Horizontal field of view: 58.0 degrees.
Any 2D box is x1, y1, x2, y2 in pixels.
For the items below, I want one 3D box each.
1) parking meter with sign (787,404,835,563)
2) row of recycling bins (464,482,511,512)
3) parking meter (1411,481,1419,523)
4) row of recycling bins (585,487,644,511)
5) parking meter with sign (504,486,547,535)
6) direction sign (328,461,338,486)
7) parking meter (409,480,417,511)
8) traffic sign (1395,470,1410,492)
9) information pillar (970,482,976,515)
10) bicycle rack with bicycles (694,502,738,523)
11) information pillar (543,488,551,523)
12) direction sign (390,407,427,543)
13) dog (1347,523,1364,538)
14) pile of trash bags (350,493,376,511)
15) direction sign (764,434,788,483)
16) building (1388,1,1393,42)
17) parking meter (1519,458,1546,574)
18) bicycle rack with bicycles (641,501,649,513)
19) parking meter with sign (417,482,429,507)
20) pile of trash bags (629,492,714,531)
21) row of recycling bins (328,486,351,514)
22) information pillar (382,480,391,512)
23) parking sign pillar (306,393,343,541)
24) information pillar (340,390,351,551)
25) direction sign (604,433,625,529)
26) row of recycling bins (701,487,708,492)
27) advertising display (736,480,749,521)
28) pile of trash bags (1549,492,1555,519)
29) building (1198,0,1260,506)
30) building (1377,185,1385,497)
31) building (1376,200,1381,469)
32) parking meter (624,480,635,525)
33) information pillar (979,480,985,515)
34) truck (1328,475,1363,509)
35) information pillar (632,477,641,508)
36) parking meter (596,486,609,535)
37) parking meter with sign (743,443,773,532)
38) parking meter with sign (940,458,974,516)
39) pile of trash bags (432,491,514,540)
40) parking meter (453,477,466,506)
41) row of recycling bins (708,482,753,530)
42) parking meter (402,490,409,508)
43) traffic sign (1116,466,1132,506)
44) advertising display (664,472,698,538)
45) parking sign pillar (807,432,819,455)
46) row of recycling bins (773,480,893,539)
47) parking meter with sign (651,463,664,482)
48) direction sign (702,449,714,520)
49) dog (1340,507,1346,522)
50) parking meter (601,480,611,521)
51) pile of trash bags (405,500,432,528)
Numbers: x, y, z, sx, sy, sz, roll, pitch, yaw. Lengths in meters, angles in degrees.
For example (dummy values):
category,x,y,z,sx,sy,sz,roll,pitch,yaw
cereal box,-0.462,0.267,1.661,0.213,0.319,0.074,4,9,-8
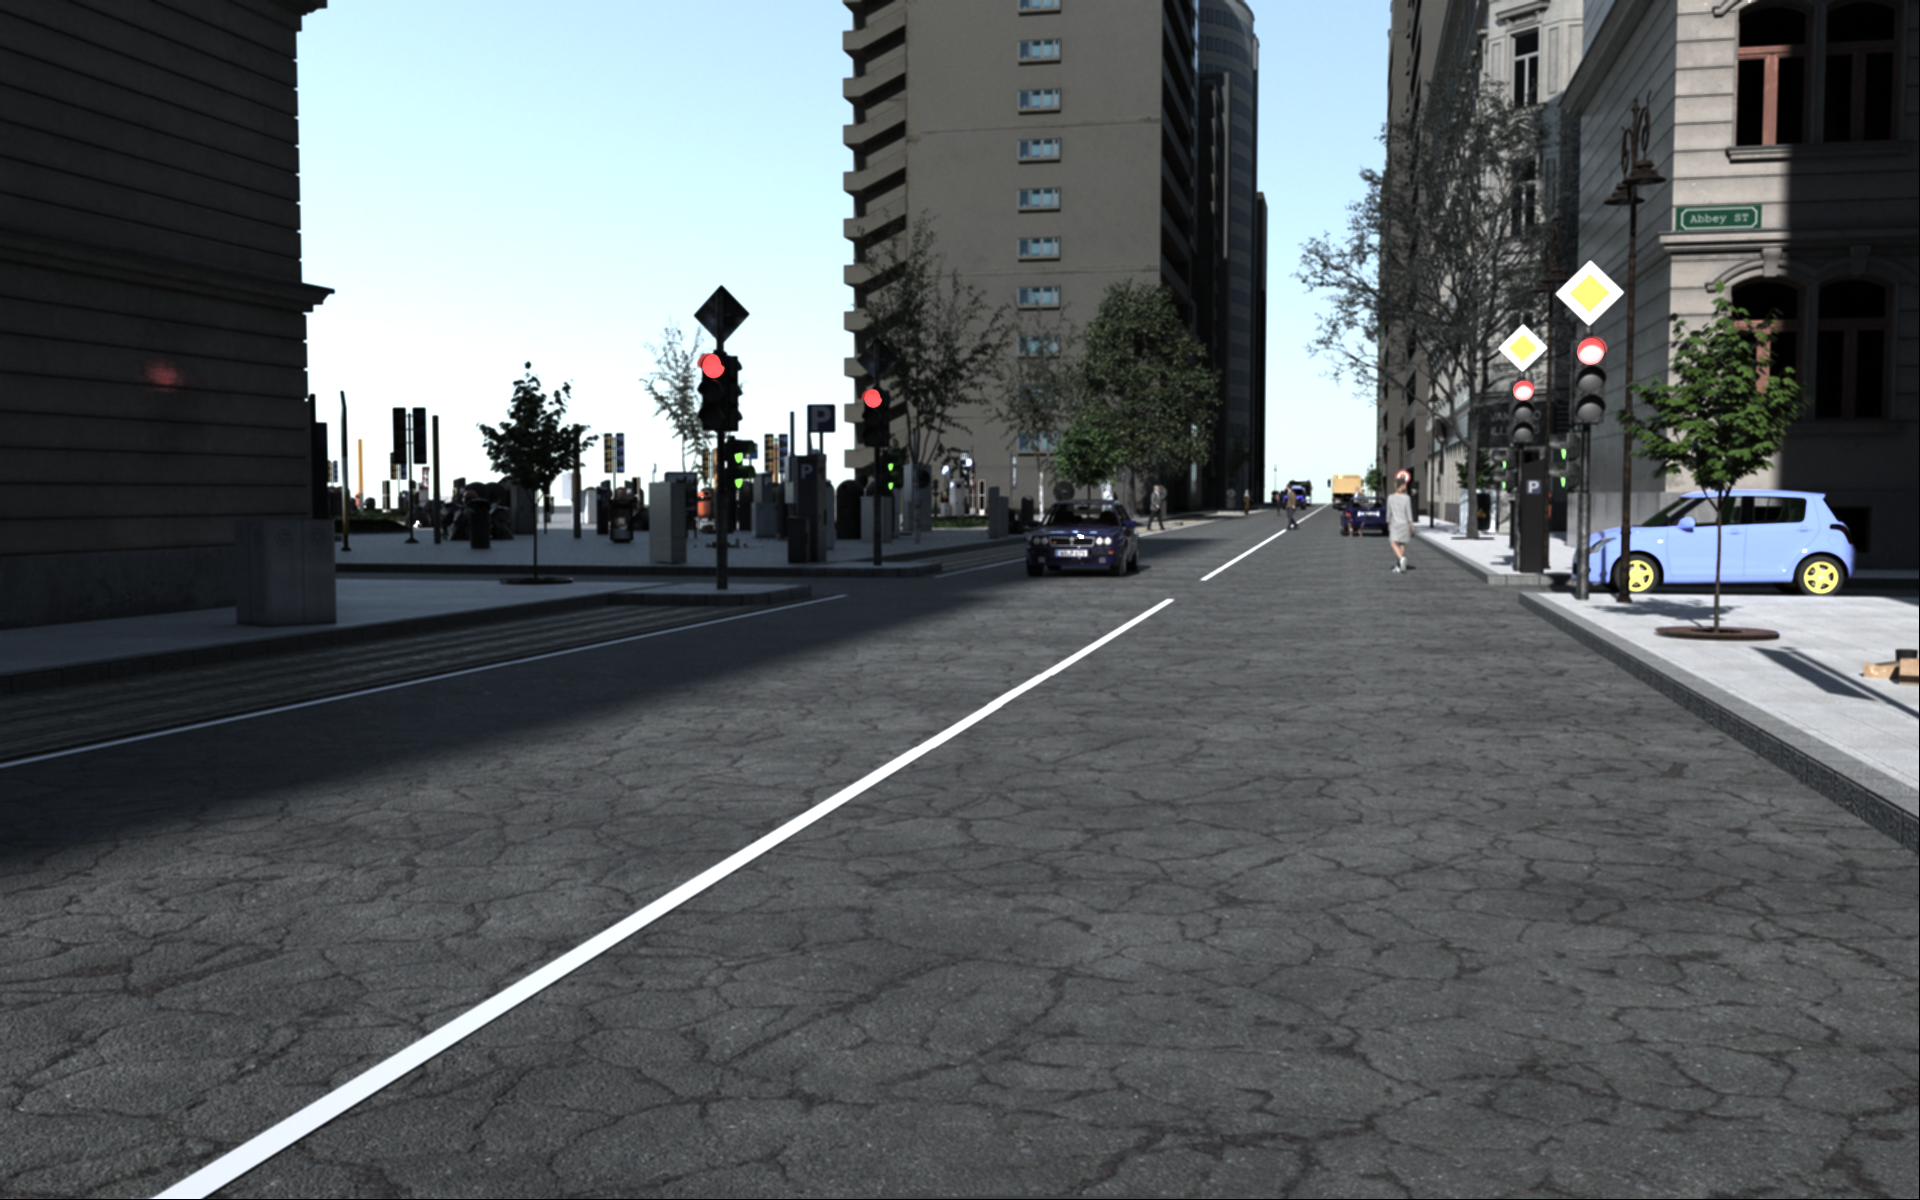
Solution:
category,x,y,z,sx,sy,sz,roll,pitch,yaw
parking meter with sign,-2.848,-2.241,32.904,0.543,3.016,1.738,1,4,11
row of recycling bins,-15.975,-3.242,60.120,1.069,1.692,3.534,1,4,16
parking meter,20.532,-4.434,78.203,0.255,1.863,0.399,2,4,34
row of recycling bins,-19.877,-5.640,99.330,3.534,1.692,1.069,-2,4,-31
parking meter with sign,-13.899,-3.592,54.991,0.543,3.016,1.738,3,5,44
direction sign,-42.370,-7.643,116.966,0.876,3.537,0.379,1,4,17
parking meter,-23.062,-4.116,73.004,0.255,1.863,0.399,-2,4,-28
traffic sign,23.080,-5.517,90.306,0.768,2.556,0.104,1,4,22
information pillar,0.754,-5.999,102.576,0.304,2.012,0.304,2,4,33
bicycle rack with bicycles,-11.313,-3.973,78.335,2.925,0.926,2.852,3,5,40
information pillar,-18.632,-4.504,78.133,0.304,2.012,0.304,-1,4,-17
direction sign,-14.380,-3.261,45.321,0.876,3.537,0.379,0,4,3
dog,12.911,-2.281,56.582,0.406,0.507,0.540,2,4,34
pile of trash bags,-39.369,-6.357,113.689,1.912,1.369,3.447,-1,4,-17
direction sign,-6.908,-4.476,65.179,0.876,3.537,0.379,0,4,-5
building,61.400,-40.606,205.912,21.231,58.520,28.212,1,4,12
parking meter,9.265,-1.367,28.066,0.399,1.863,0.255,1,4,16
bicycle rack with bicycles,-16.036,-4.649,89.386,2.852,0.926,2.925,-1,4,-18
parking meter with sign,-35.060,-7.143,113.041,1.738,3.016,0.543,-2,4,-23
pile of trash bags,-10.123,-3.175,61.659,1.912,1.369,3.447,2,4,35
row of recycling bins,-32.423,-4.990,88.704,1.069,1.692,3.534,1,4,10
information pillar,-30.531,-5.363,92.176,0.304,2.012,0.304,2,4,35
parking sign pillar,-17.600,-3.587,47.114,1.447,3.967,1.447,-2,4,-35
information pillar,-13.870,-2.917,39.044,0.183,3.616,0.504,-2,4,-26
direction sign,-12.820,-4.420,64.271,0.876,3.537,0.379,2,4,24
row of recycling bins,-14.376,-5.919,103.884,1.069,1.692,3.534,1,4,23
advertising display,-10.367,-4.680,81.727,0.974,1.923,0.123,-3,5,-44
pile of trash bags,17.911,-2.430,49.478,1.912,1.369,3.447,-3,5,-42
building,23.352,-40.408,202.677,21.231,58.520,28.212,1,4,12
building,62.249,-33.289,227.874,14.154,41.232,14.086,1,4,12
building,70.072,-37.949,244.161,21.300,48.544,21.600,1,4,12
parking meter,-13.749,-4.061,72.115,0.399,1.863,0.255,0,4,-4
information pillar,1.189,-5.412,92.975,0.304,2.012,0.304,0,4,5
truck,38.042,-10.679,170.527,3.469,3.379,9.791,1,4,11
information pillar,-13.746,-4.222,73.520,0.304,2.012,0.304,0,4,7
parking meter,-11.365,-2.854,55.069,0.372,1.533,0.369,0,3,0
parking meter with sign,-6.674,-3.807,58.507,0.543,3.016,1.738,-3,4,-36
parking meter with sign,-0.161,-5.371,84.070,1.738,3.016,0.543,-3,5,-40
pile of trash bags,-13.925,-2.441,49.660,1.912,1.369,3.447,-1,4,-21
parking meter,-17.491,-3.354,60.542,0.255,1.863,0.399,3,4,37
row of recycling bins,-6.972,-3.321,61.411,3.534,1.692,1.069,0,4,3
parking meter,-33.876,-5.959,105.845,0.372,1.533,0.369,0,3,0
traffic sign,7.505,-4.852,79.442,0.768,2.556,0.104,1,4,19
advertising display,-8.113,-2.763,50.387,0.974,1.923,0.123,-2,4,-27
parking sign pillar,-6.352,-5.288,74.930,1.447,3.967,1.447,0,4,0
row of recycling bins,-3.606,-2.604,49.685,3.534,1.692,1.069,1,4,14
parking meter with sign,-16.698,-6.268,98.744,1.738,3.016,0.543,-2,4,-33
direction sign,-12.469,-5.792,86.698,0.876,3.537,0.379,-1,4,-23
dog,19.689,-4.421,89.113,0.800,0.831,0.513,0,4,-5
parking meter,-14.637,-4.027,71.552,0.399,1.863,0.255,3,4,37
pile of trash bags,-19.704,-3.480,66.650,1.912,1.369,3.447,1,4,20
